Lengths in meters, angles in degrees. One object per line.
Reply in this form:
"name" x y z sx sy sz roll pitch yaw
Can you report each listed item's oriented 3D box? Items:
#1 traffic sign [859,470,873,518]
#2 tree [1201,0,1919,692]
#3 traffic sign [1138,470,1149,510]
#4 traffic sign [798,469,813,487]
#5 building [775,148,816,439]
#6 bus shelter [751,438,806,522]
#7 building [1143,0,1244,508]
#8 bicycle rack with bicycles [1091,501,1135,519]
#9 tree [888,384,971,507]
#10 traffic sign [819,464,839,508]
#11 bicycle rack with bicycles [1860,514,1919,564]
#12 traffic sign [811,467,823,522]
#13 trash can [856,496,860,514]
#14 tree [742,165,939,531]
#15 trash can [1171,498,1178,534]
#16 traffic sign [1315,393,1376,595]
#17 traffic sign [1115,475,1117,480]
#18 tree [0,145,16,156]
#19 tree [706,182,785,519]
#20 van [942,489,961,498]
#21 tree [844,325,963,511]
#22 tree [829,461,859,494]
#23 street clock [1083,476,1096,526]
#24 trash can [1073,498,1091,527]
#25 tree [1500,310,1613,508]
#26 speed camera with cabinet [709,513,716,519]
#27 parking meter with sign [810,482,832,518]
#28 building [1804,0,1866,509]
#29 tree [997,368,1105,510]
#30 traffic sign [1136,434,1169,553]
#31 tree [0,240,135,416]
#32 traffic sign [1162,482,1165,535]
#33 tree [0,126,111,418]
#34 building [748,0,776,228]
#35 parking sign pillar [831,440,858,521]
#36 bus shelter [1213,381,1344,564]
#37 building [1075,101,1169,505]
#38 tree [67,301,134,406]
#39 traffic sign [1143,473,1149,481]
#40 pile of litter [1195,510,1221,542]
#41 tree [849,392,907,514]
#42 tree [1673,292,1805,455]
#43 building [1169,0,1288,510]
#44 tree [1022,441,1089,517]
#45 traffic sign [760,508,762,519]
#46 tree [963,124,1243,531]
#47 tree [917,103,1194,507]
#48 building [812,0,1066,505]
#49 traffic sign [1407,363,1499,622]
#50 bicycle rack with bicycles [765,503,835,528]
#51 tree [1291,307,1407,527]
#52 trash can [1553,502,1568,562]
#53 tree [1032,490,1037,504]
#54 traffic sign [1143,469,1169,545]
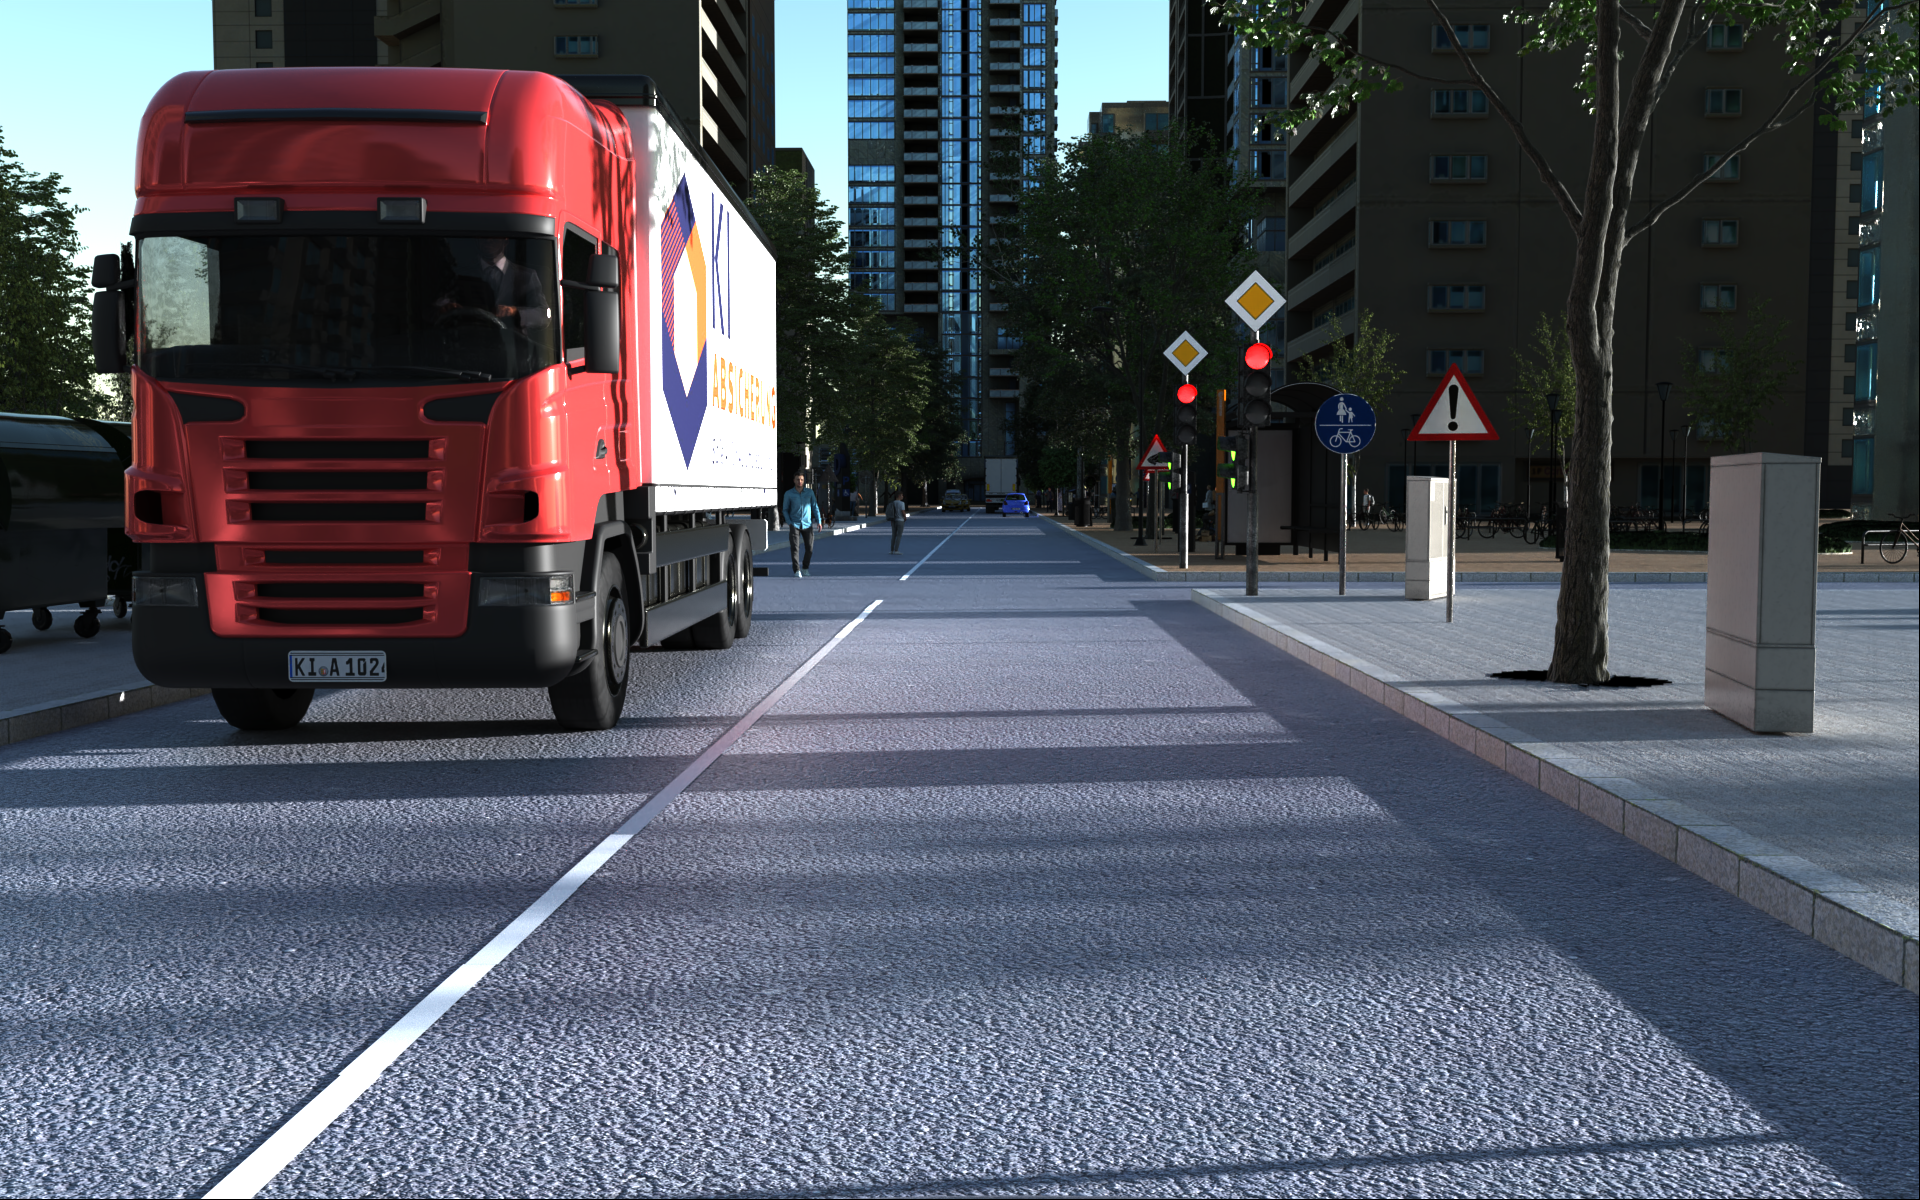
"traffic sign" -4.994 -5.628 92.125 0.768 2.556 0.104 0 4 7
"tree" 4.306 -5.235 11.346 9.928 11.665 9.643 0 3 0
"traffic sign" 7.718 -4.349 71.220 0.768 2.556 0.104 0 4 3
"traffic sign" -6.305 -4.195 70.720 0.606 2.300 0.079 0 4 6
"building" -24.867 -32.045 207.525 14.086 41.232 14.154 0 4 1
"bus shelter" -7.763 -5.105 74.752 1.731 3.624 6.357 0 4 1
"building" 27.937 -43.971 157.177 20.563 71.187 20.611 0 4 1
"bicycle rack with bicycles" 7.736 -4.639 89.229 2.852 0.926 2.925 -2 4 -35
"tree" -3.580 -15.623 172.440 9.611 12.733 9.660 0 3 0
"traffic sign" -5.692 -4.583 74.941 0.884 2.594 0.081 1 4 9
"bicycle rack with bicycles" 17.973 -1.099 31.358 2.925 0.926 2.852 -1 4 -23
"traffic sign" -6.689 -4.912 80.419 0.768 2.556 0.104 1 4 11
"trash can" -6.366 -5.658 104.159 0.748 1.137 0.748 0 3 0
"tree" -6.188 -8.682 60.077 7.486 12.596 7.792 0 3 0
"trash can" 7.221 -2.732 56.327 0.748 1.137 0.748 0 3 0
"traffic sign" 4.867 -1.337 21.972 0.768 2.556 0.104 0 4 2
"traffic sign" 9.372 -6.121 100.183 0.768 2.556 0.104 1 4 10
"tree" -20.165 -5.134 34.305 4.737 8.622 4.395 0 3 0
"tree" -6.180 -5.509 40.437 4.737 8.622 4.395 0 3 0
"van" -0.611 -8.966 153.605 2.013 2.044 4.112 0 4 0
"tree" -4.116 -13.711 130.829 9.857 13.997 8.962 0 3 0
"tree" -5.680 -5.690 87.631 1.663 3.219 1.824 0 3 0
"street clock" 5.162 -3.935 68.910 0.471 2.002 0.358 -1 4 -12
"trash can" 4.787 -3.443 67.954 0.748 1.137 0.748 0 3 0
"tree" 23.828 -7.222 68.438 4.737 8.622 4.395 0 3 0
"speed camera with cabinet" -7.618 -3.512 51.752 0.660 3.252 2.038 2 4 28
"parking meter with sign" -7.290 -5.930 93.223 1.738 3.016 0.543 -1 4 -22
"building" 70.863 -43.976 157.265 20.611 71.187 20.563 0 4 1
"tree" 7.817 -13.883 143.992 9.611 12.733 9.660 0 3 0
"traffic sign" 4.265 -2.303 37.660 0.884 2.594 0.081 0 4 5
"tree" -46.694 -11.608 91.610 13.155 14.587 18.604 -2 4 -35
"traffic sign" 6.331 -3.291 53.908 0.768 2.556 0.104 0 4 3
"tree" -30.162 -8.236 52.779 7.486 12.596 7.792 0 3 0
"building" -22.150 -29.666 135.147 14.600 45.320 14.200 0 4 1
"parking sign pillar" -5.664 -5.806 83.403 1.447 3.967 1.447 -1 4 -20
"bus shelter" 6.286 -2.444 33.879 2.014 3.302 5.546 0 4 1
"building" 29.333 -36.148 210.632 30.456 49.044 23.786 0 4 1
"tree" -30.963 -6.973 64.367 4.360 8.622 3.978 0 3 0
"traffic sign" 7.635 -4.183 68.396 0.884 2.594 0.081 1 4 8
"pile of litter" 6.605 -2.026 47.092 1.176 0.858 1.719 0 4 -6
"tree" -5.365 -9.873 111.780 4.737 8.622 4.395 0 3 0
"tree" 28.149 -6.867 62.646 4.737 8.622 4.395 0 3 0
"building" 28.829 -50.046 130.928 22.319 86.520 31.000 0 4 1
"tree" 5.938 -7.058 99.116 4.285 4.588 4.351 0 3 0
"traffic sign" -7.962 -4.230 69.168 0.884 2.594 0.081 1 4 10
"tree" 5.804 -9.399 60.327 9.857 13.997 8.962 0 3 0
"tree" 4.759 -14.021 85.139 12.611 20.169 13.585 0 3 0
"building" -1.409 -54.829 209.120 31.000 86.520 22.319 0 4 1
"traffic sign" 4.900 -1.056 17.265 0.884 2.594 0.081 1 4 10
"bicycle rack with bicycles" -6.370 -3.295 67.260 2.852 0.926 2.925 -1 4 -22
"tree" 15.229 -7.185 67.843 4.737 8.622 4.395 0 3 0
"trash can" 11.615 -1.295 32.821 0.748 1.137 0.748 0 3 0
"tree" 8.036 -11.445 181.730 1.663 3.219 1.824 0 3 0
"traffic sign" 5.089 -2.685 43.902 0.884 2.594 0.081 1 4 8
